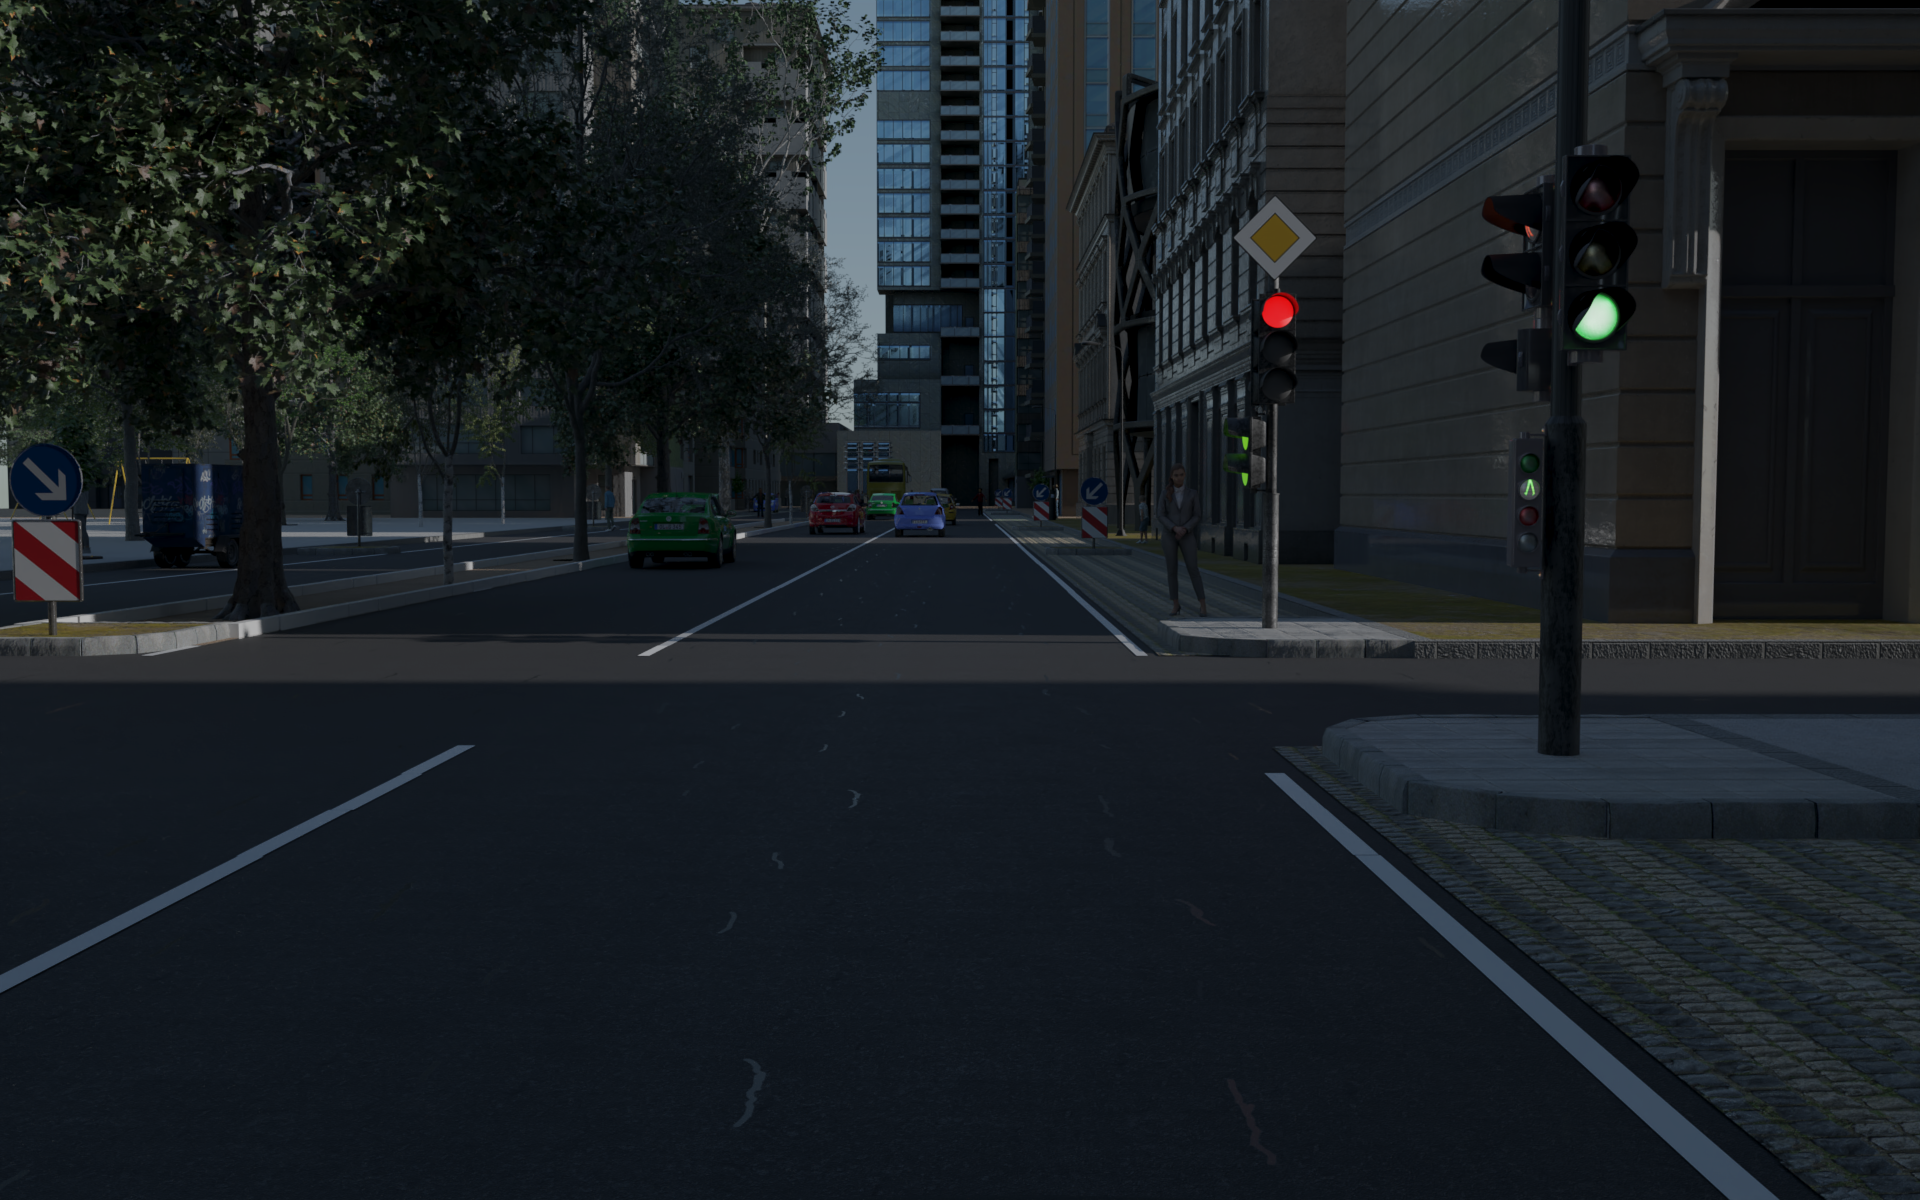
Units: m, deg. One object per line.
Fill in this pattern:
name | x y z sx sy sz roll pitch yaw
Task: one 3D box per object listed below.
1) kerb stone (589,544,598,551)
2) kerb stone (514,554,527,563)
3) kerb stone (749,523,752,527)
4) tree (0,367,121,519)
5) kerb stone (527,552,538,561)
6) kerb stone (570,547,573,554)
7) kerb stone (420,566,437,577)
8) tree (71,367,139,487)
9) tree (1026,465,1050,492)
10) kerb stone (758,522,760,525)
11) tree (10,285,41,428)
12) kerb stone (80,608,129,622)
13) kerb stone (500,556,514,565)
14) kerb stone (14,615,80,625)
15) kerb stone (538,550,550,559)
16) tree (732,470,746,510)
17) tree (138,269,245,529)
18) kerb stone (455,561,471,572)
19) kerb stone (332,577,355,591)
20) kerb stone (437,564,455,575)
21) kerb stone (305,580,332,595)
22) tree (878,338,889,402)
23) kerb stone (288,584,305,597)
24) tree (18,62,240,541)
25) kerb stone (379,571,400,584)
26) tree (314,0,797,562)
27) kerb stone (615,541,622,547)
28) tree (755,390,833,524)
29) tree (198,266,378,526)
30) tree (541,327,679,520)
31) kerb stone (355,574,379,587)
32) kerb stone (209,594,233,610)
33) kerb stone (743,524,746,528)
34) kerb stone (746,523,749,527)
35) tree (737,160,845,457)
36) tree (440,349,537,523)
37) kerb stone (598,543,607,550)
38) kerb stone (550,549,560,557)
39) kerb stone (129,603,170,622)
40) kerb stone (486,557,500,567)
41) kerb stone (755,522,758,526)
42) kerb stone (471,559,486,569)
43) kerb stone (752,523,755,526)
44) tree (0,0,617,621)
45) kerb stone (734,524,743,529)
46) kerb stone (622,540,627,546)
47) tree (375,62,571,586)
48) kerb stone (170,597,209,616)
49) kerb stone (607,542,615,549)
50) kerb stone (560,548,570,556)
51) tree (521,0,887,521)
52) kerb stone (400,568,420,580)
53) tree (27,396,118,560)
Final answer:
kerb stone | -9.261 -1.288 43.258 0.120 0.150 1.000 0 3 0
kerb stone | -9.268 -0.847 36.072 0.120 0.150 1.000 0 3 0
kerb stone | -9.236 -3.230 75.014 0.120 0.150 1.000 0 3 0
tree | -41.865 -10.548 79.117 9.857 13.997 8.962 0 3 0
kerb stone | -9.273 -0.911 37.095 0.120 0.150 1.000 0 3 0
kerb stone | -9.272 -1.163 41.210 0.120 0.150 1.000 0 3 0
kerb stone | -9.289 -0.473 29.923 0.120 0.150 1.000 0 3 0
tree | -30.002 -6.908 63.305 4.360 8.622 3.978 0 3 0
tree | 5.124 -7.226 112.745 1.663 3.219 1.824 0 3 0
kerb stone | -9.230 -3.414 78.081 0.120 0.150 1.000 0 3 0
tree | -22.349 -5.442 39.335 4.737 8.622 4.395 0 3 0
kerb stone | -9.286 0.216 18.661 0.120 0.150 1.000 0 3 0
kerb stone | -9.268 -0.786 35.050 0.120 0.150 1.000 0 3 0
kerb stone | -9.300 0.281 17.637 0.120 0.150 1.000 0 3 0
kerb stone | -9.265 -0.974 38.119 0.120 0.150 1.000 0 3 0
tree | -17.816 -8.749 137.641 1.663 3.219 1.824 0 3 0
tree | -23.245 -6.459 55.974 4.360 8.622 3.978 0 3 0
kerb stone | -9.274 -0.598 31.972 0.120 0.150 1.000 0 3 0
kerb stone | -9.290 -0.222 25.828 0.120 0.150 1.000 0 3 0
kerb stone | -9.279 -0.535 30.945 0.120 0.150 1.000 0 3 0
kerb stone | -9.282 -0.157 24.806 0.120 0.150 1.000 0 3 0
tree | -8.046 -9.758 72.367 12.009 13.543 11.850 0 3 0
kerb stone | -9.284 -0.097 23.775 0.120 0.150 1.000 0 3 0
tree | -22.642 -7.872 46.826 7.486 12.596 7.792 0 3 0
kerb stone | -9.272 -0.348 27.878 0.120 0.150 1.000 0 3 0
tree | -8.012 -7.548 36.238 12.009 13.543 11.850 0 3 0
kerb stone | -9.265 -1.476 46.331 0.120 0.150 1.000 0 3 0
tree | -7.995 -7.896 81.924 4.737 8.622 4.395 0 3 0
tree | -27.640 -8.857 70.560 9.928 11.665 9.643 0 3 0
tree | -17.224 -10.253 85.764 7.486 12.596 7.792 0 3 0
kerb stone | -9.281 -0.285 26.856 0.120 0.150 1.000 0 3 0
kerb stone | -9.286 0.028 21.730 0.120 0.150 1.000 0 3 0
kerb stone | -9.232 -3.105 72.966 0.120 0.150 1.000 0 3 0
kerb stone | -9.233 -3.168 73.988 0.120 0.150 1.000 0 3 0
tree | -8.106 -7.810 47.153 9.611 12.733 9.660 0 3 0
tree | -20.167 -7.642 75.312 4.737 8.622 4.395 0 3 0
kerb stone | -9.263 -1.351 44.286 0.120 0.150 1.000 0 3 0
kerb stone | -9.273 -1.037 39.155 0.120 0.150 1.000 0 3 0
kerb stone | -9.293 0.156 19.683 0.120 0.150 1.000 0 3 0
kerb stone | -9.283 -0.723 34.016 0.120 0.150 1.000 0 3 0
kerb stone | -9.231 -3.356 77.059 0.120 0.150 1.000 0 3 0
kerb stone | -9.277 -0.660 32.994 0.120 0.150 1.000 0 3 0
kerb stone | -9.229 -3.292 76.036 0.120 0.150 1.000 0 3 0
tree | -8.038 -6.131 19.710 9.611 12.733 9.660 0 3 0
kerb stone | -9.236 -3.039 71.944 0.120 0.150 1.000 0 3 0
kerb stone | -9.263 -1.536 47.353 0.120 0.150 1.000 0 3 0
tree | -7.965 -4.531 26.906 4.360 8.622 3.978 0 3 0
kerb stone | -9.295 0.092 20.708 0.120 0.150 1.000 0 3 0
kerb stone | -9.259 -1.412 45.309 0.120 0.150 1.000 0 3 0
kerb stone | -9.273 -1.100 40.179 0.120 0.150 1.000 0 3 0
tree | -9.178 -12.267 58.915 12.611 20.169 13.585 0 3 0
kerb stone | -9.275 -0.410 28.900 0.120 0.150 1.000 0 3 0
tree | -17.405 -2.420 34.172 1.663 3.219 1.824 0 3 0
